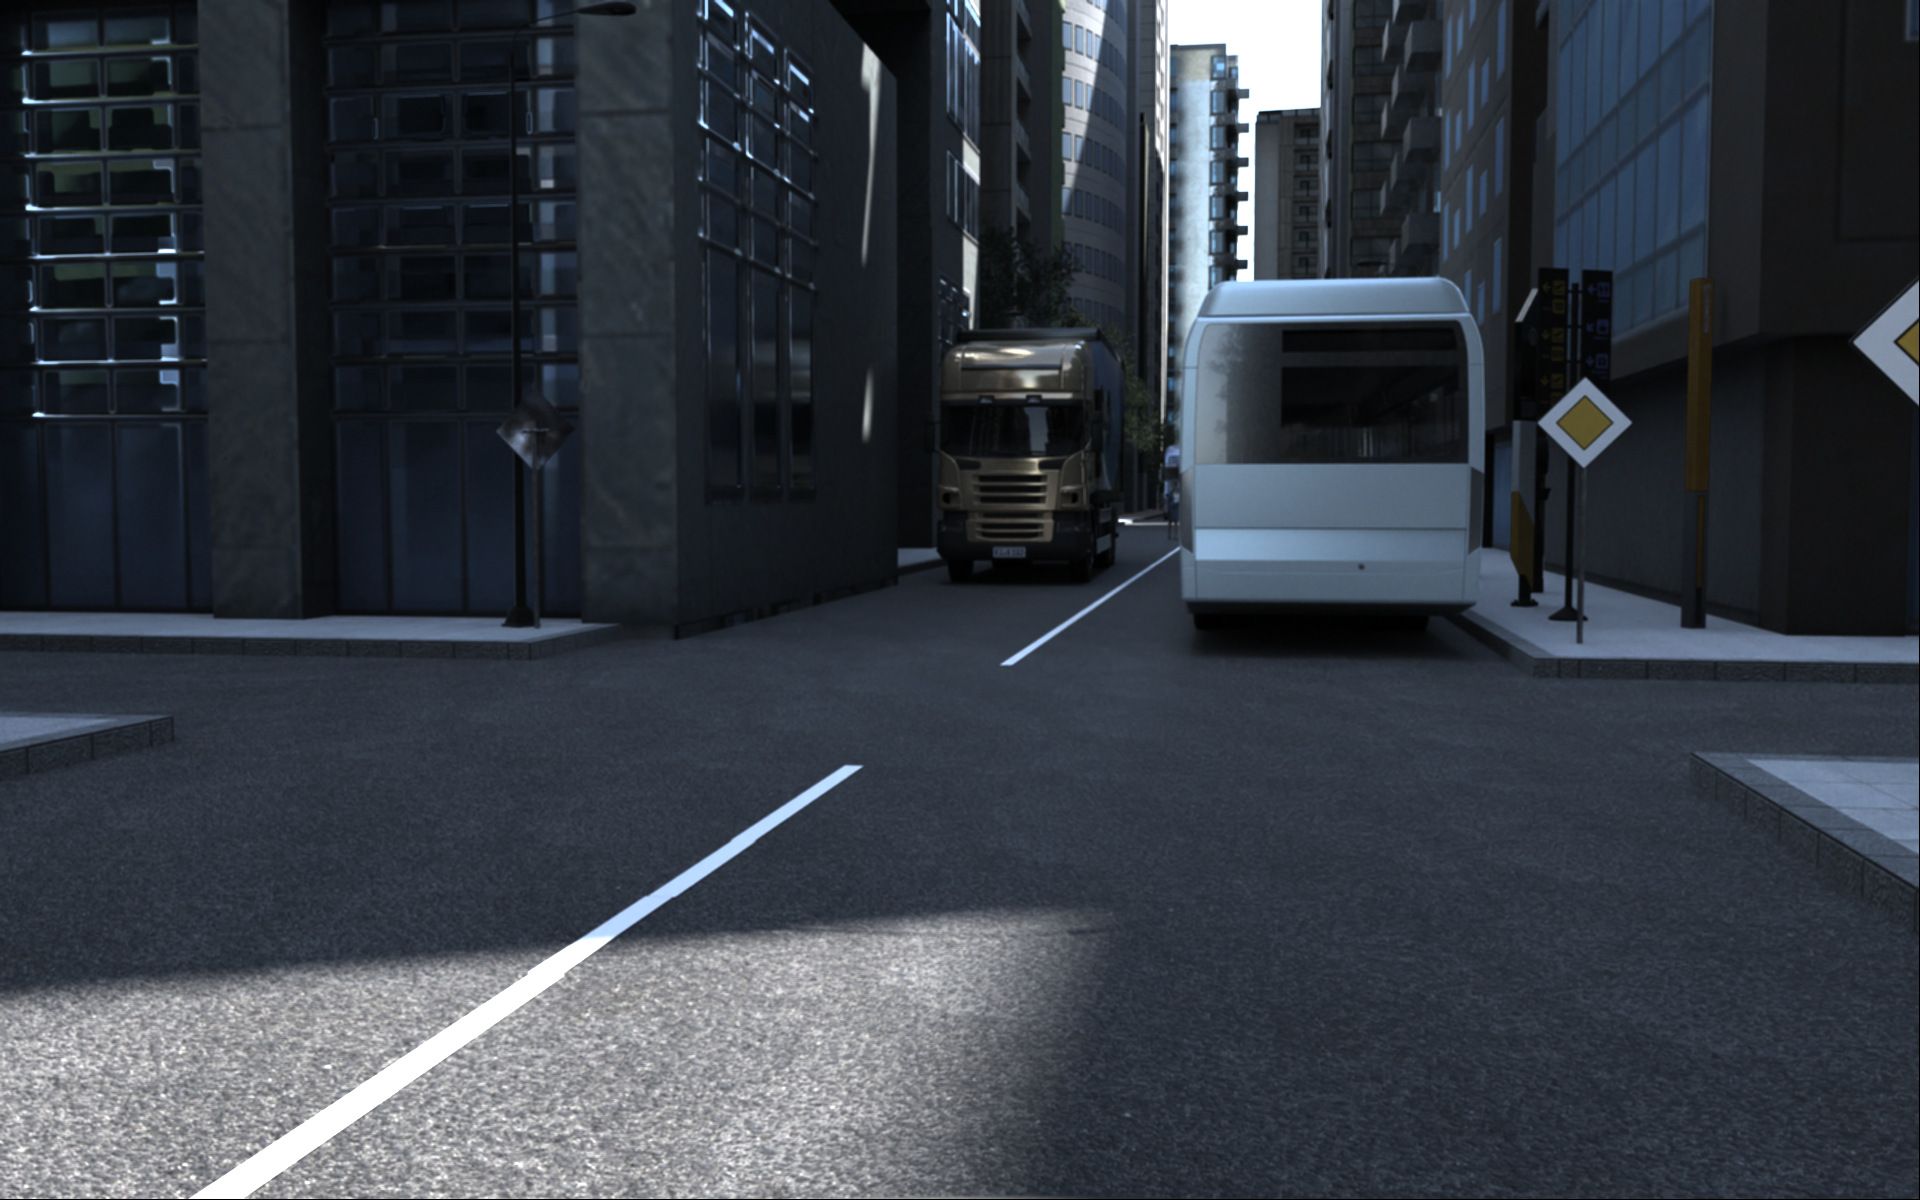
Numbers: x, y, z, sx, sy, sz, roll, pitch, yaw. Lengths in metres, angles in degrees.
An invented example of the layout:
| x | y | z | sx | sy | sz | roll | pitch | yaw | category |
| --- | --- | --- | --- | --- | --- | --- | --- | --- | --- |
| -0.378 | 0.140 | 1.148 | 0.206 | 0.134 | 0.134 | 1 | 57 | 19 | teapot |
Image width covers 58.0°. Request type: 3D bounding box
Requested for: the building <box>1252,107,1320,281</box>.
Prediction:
| x | y | z | sx | sy | sz | roll | pitch | yaw | category |
| --- | --- | --- | --- | --- | --- | --- | --- | --- | --- |
| 37.006 | -30.215 | 177.614 | 14.086 | 41.232 | 14.154 | 1 | 4 | 10 | building |

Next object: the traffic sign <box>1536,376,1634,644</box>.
| x | y | z | sx | sy | sz | roll | pitch | yaw | category |
| --- | --- | --- | --- | --- | --- | --- | --- | --- | --- |
| 5.322 | -0.684 | 14.823 | 0.795 | 2.450 | 0.064 | 1 | 4 | 10 | traffic sign |

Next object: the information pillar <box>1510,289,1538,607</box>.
| x | y | z | sx | sy | sz | roll | pitch | yaw | category |
| --- | --- | --- | --- | --- | --- | --- | --- | --- | --- |
| 6.422 | -1.733 | 19.690 | 0.183 | 3.616 | 0.504 | 3 | 5 | 40 | information pillar |

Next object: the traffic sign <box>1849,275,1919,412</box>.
| x | y | z | sx | sy | sz | roll | pitch | yaw | category |
| --- | --- | --- | --- | --- | --- | --- | --- | --- | --- |
| 3.962 | -0.203 | 6.954 | 0.795 | 2.450 | 0.064 | 1 | 4 | 10 | traffic sign |

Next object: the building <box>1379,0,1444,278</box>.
| x | y | z | sx | sy | sz | roll | pitch | yaw | category |
| --- | --- | --- | --- | --- | --- | --- | --- | --- | --- |
| 28.912 | -27.504 | 69.303 | 23.786 | 49.044 | 30.456 | 1 | 4 | 10 | building |

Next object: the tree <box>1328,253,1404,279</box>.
| x | y | z | sx | sy | sz | roll | pitch | yaw | category |
| --- | --- | --- | --- | --- | --- | --- | --- | --- | --- |
| 12.868 | -6.287 | 53.149 | 4.360 | 8.622 | 3.978 | 0 | 3 | 0 | tree |

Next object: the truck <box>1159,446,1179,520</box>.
| x | y | z | sx | sy | sz | roll | pitch | yaw | category |
| --- | --- | --- | --- | --- | --- | --- | --- | --- | --- |
| 13.442 | -6.897 | 102.517 | 2.967 | 4.110 | 18.799 | 0 | 4 | 8 | truck |

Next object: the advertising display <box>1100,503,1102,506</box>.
| x | y | z | sx | sy | sz | roll | pitch | yaw | category |
| --- | --- | --- | --- | --- | --- | --- | --- | --- | --- |
| 6.283 | -4.383 | 76.883 | 0.123 | 1.923 | 0.974 | 1 | 4 | 10 | advertising display |

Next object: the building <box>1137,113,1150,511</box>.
| x | y | z | sx | sy | sz | roll | pitch | yaw | category |
| --- | --- | --- | --- | --- | --- | --- | --- | --- | --- |
| 6.309 | -21.716 | 126.755 | 14.160 | 30.474 | 14.107 | 1 | 4 | 10 | building |

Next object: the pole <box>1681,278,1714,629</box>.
| x | y | z | sx | sy | sz | roll | pitch | yaw | category |
| --- | --- | --- | --- | --- | --- | --- | --- | --- | --- |
| 7.032 | -1.386 | 16.510 | 0.158 | 3.312 | 0.155 | 0 | 3 | 0 | pole |

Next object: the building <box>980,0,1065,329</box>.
| x | y | z | sx | sy | sz | roll | pitch | yaw | category |
| --- | --- | --- | --- | --- | --- | --- | --- | --- | --- |
| -3.389 | -23.739 | 71.733 | 14.154 | 41.232 | 14.086 | 1 | 4 | 10 | building |

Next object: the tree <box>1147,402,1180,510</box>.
| x | y | z | sx | sy | sz | roll | pitch | yaw | category |
| --- | --- | --- | --- | --- | --- | --- | --- | --- | --- |
| 15.549 | -11.416 | 137.010 | 4.737 | 8.622 | 4.395 | 0 | 3 | 0 | tree |

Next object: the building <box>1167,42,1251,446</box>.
| x | y | z | sx | sy | sz | roll | pitch | yaw | category |
| --- | --- | --- | --- | --- | --- | --- | --- | --- | --- |
| 15.620 | -34.659 | 186.290 | 30.456 | 49.044 | 23.786 | 1 | 4 | 10 | building |

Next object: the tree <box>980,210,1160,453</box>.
| x | y | z | sx | sy | sz | roll | pitch | yaw | category |
| --- | --- | --- | --- | --- | --- | --- | --- | --- | --- |
| 1.566 | -7.542 | 57.720 | 7.601 | 10.594 | 8.767 | -1 | 4 | -13 | tree |

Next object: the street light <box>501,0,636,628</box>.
| x | y | z | sx | sy | sz | roll | pitch | yaw | category |
| --- | --- | --- | --- | --- | --- | --- | --- | --- | --- |
| -3.733 | -2.691 | 16.546 | 1.470 | 5.913 | 1.316 | 1 | 4 | 10 | street light |

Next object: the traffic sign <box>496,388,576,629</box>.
| x | y | z | sx | sy | sz | roll | pitch | yaw | category |
| --- | --- | --- | --- | --- | --- | --- | --- | --- | --- |
| -4.030 | -0.784 | 16.454 | 0.795 | 2.450 | 0.064 | 1 | 4 | 10 | traffic sign |

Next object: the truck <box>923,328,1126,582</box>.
| x | y | z | sx | sy | sz | roll | pitch | yaw | category |
| --- | --- | --- | --- | --- | --- | --- | --- | --- | --- |
| 1.486 | -2.613 | 31.636 | 2.839 | 4.237 | 11.283 | 1 | 4 | 8 | truck |

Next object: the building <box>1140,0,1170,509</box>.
| x | y | z | sx | sy | sz | roll | pitch | yaw | category |
| --- | --- | --- | --- | --- | --- | --- | --- | --- | --- |
| 7.981 | -43.860 | 155.356 | 20.611 | 71.187 | 20.563 | 1 | 4 | 10 | building |

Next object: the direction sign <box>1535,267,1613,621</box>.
| x | y | z | sx | sy | sz | roll | pitch | yaw | category |
| --- | --- | --- | --- | --- | --- | --- | --- | --- | --- |
| 6.197 | -1.562 | 17.540 | 0.876 | 3.537 | 0.379 | -1 | 4 | -19 | direction sign |

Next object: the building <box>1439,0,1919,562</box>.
| x | y | z | sx | sy | sz | roll | pitch | yaw | category |
| --- | --- | --- | --- | --- | --- | --- | --- | --- | --- |
| 19.263 | -23.868 | 40.360 | 14.600 | 45.320 | 14.200 | 1 | 4 | 10 | building |

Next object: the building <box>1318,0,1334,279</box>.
| x | y | z | sx | sy | sz | roll | pitch | yaw | category |
| --- | --- | --- | --- | --- | --- | --- | --- | --- | --- |
| 44.192 | -34.019 | 145.451 | 28.713 | 52.752 | 27.495 | 1 | 4 | 10 | building |

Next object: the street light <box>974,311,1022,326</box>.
| x | y | z | sx | sy | sz | roll | pitch | yaw | category |
| --- | --- | --- | --- | --- | --- | --- | --- | --- | --- |
| 0.881 | -4.380 | 44.161 | 1.470 | 5.913 | 1.316 | 1 | 4 | 10 | street light |

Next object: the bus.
| x | y | z | sx | sy | sz | roll | pitch | yaw | category |
| --- | --- | --- | --- | --- | --- | --- | --- | --- | --- |
| 4.184 | -1.622 | 21.382 | 2.948 | 3.499 | 13.247 | 1 | 4 | 9 | bus |

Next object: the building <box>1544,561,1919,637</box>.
| x | y | z | sx | sy | sz | roll | pitch | yaw | category |
| --- | --- | --- | --- | --- | --- | --- | --- | --- | --- |
| 15.215 | -22.601 | 19.643 | 14.200 | 45.320 | 14.600 | 1 | 4 | 10 | building |

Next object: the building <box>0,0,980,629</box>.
| x | y | z | sx | sy | sz | roll | pitch | yaw | category |
| --- | --- | --- | --- | --- | --- | --- | --- | --- | --- |
| -11.126 | -43.965 | 31.500 | 22.319 | 86.520 | 31.000 | 1 | 4 | 10 | building |

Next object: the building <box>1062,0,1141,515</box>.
| x | y | z | sx | sy | sz | roll | pitch | yaw | category |
| --- | --- | --- | --- | --- | --- | --- | --- | --- | --- |
| -0.508 | -34.458 | 105.384 | 21.231 | 58.520 | 28.212 | 1 | 4 | 10 | building |

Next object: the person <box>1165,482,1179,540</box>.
| x | y | z | sx | sy | sz | roll | pitch | yaw | category |
| --- | --- | --- | --- | --- | --- | --- | --- | --- | --- |
| 6.764 | -2.826 | 54.734 | 0.581 | 1.822 | 0.654 | 0 | 4 | -1 | person |

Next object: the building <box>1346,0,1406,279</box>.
| x | y | z | sx | sy | sz | roll | pitch | yaw | category |
| --- | --- | --- | --- | --- | --- | --- | --- | --- | --- |
| 29.120 | -19.998 | 98.669 | 14.160 | 30.474 | 14.107 | 1 | 4 | 10 | building |

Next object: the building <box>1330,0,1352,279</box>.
| x | y | z | sx | sy | sz | roll | pitch | yaw | category |
| --- | --- | --- | --- | --- | --- | --- | --- | --- | --- |
| 36.214 | -35.254 | 118.395 | 21.231 | 58.520 | 28.212 | 1 | 4 | 10 | building |

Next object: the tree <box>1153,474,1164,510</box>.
| x | y | z | sx | sy | sz | roll | pitch | yaw | category |
| --- | --- | --- | --- | --- | --- | --- | --- | --- | --- |
| 16.329 | -8.960 | 141.099 | 1.663 | 3.219 | 1.824 | 0 | 3 | 0 | tree |

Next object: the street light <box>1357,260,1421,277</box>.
| x | y | z | sx | sy | sz | roll | pitch | yaw | category |
| --- | --- | --- | --- | --- | --- | --- | --- | --- | --- |
| 8.564 | -3.785 | 34.432 | 1.470 | 5.913 | 1.316 | 1 | 4 | 10 | street light |

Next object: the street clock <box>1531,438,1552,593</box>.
| x | y | z | sx | sy | sz | roll | pitch | yaw | category |
| --- | --- | --- | --- | --- | --- | --- | --- | --- | --- |
| 7.494 | -1.097 | 22.511 | 0.358 | 2.002 | 0.471 | 1 | 4 | 13 | street clock |
